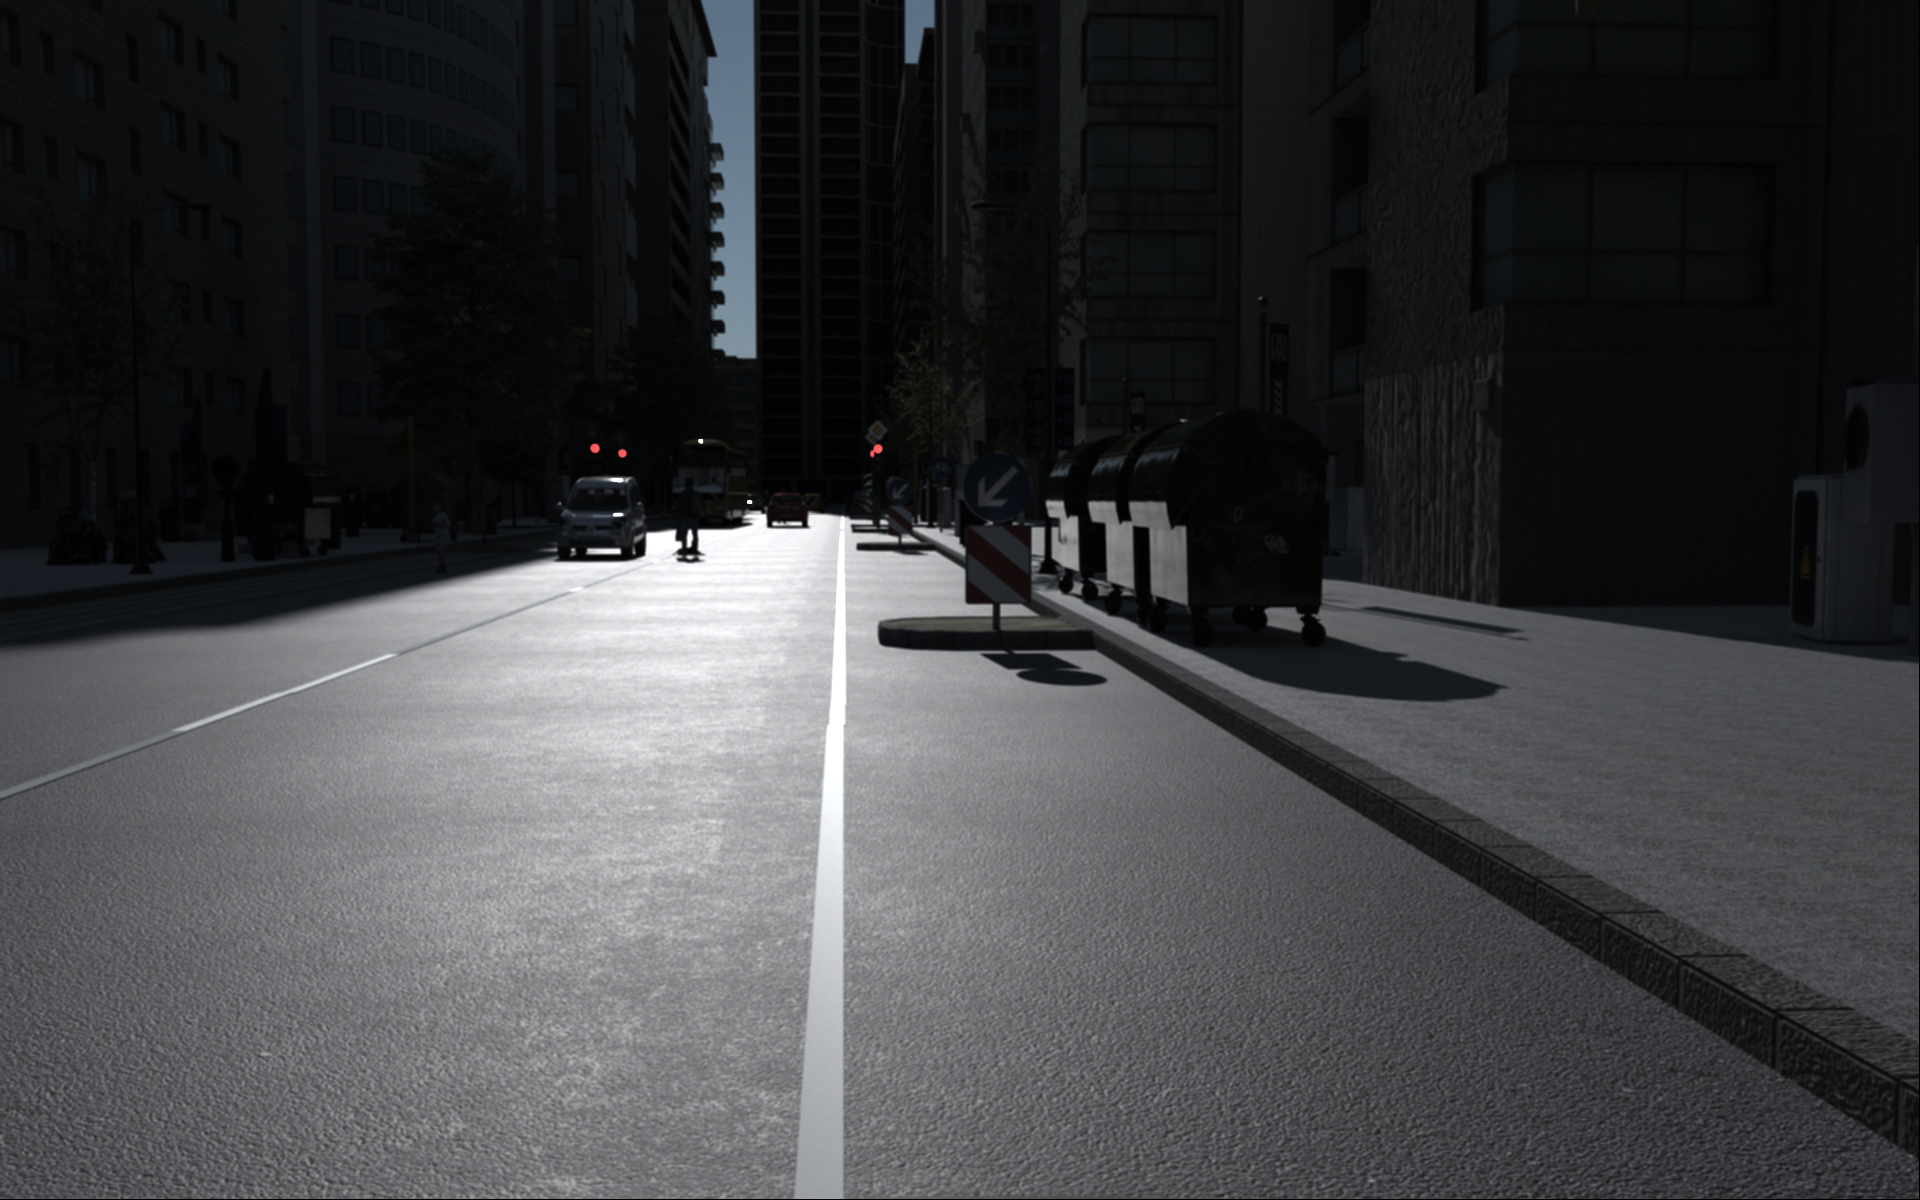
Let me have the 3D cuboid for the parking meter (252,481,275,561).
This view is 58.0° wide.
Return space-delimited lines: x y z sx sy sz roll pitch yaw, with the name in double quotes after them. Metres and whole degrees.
-13.361 -1.519 33.240 0.372 1.533 0.369 0 3 0 "parking meter"

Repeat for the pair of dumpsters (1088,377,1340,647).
2.302 -0.855 16.475 1.574 2.255 4.437 0 4 -4 "pair of dumpsters"

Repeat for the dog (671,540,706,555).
-6.384 -1.254 40.695 0.748 0.427 0.550 3 5 42 "dog"

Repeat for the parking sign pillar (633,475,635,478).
-27.930 -9.678 146.701 1.447 3.967 1.447 -2 4 -24 "parking sign pillar"

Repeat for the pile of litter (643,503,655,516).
-18.561 -5.383 101.982 1.176 0.858 1.719 3 4 36 "pile of litter"

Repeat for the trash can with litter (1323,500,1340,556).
7.002 -1.524 35.982 2.233 1.210 1.678 -1 4 -13 "trash can with litter"

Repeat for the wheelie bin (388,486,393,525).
-23.238 -3.895 71.598 0.980 1.594 0.693 1 4 10 "wheelie bin"

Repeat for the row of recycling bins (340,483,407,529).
-21.224 -3.498 64.311 3.534 1.692 1.069 -1 4 -11 "row of recycling bins"

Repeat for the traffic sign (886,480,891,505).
-4.842 -7.221 120.187 0.606 2.300 0.079 0 4 5 "traffic sign"

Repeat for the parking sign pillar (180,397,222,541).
-21.095 -3.616 47.599 1.447 3.967 1.447 -1 4 -19 "parking sign pillar"

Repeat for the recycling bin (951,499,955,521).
-0.056 -4.311 83.037 0.722 1.027 0.722 1 4 18 "recycling bin"

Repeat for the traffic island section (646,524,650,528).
-14.130 -3.087 72.751 2.009 0.180 2.903 0 4 -4 "traffic island section"

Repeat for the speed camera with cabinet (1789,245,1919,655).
7.606 -1.238 14.576 0.660 3.252 2.038 1 4 10 "speed camera with cabinet"

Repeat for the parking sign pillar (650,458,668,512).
-21.657 -8.346 124.925 1.447 3.967 1.447 1 4 13 "parking sign pillar"

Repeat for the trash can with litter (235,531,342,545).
-17.169 -2.000 43.750 2.233 1.210 1.678 1 4 11 "trash can with litter"

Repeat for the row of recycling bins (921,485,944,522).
-1.288 -4.558 81.637 1.069 1.692 3.534 0 4 6 "row of recycling bins"

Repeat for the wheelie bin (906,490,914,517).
-2.726 -5.466 97.269 0.693 1.594 0.980 0 4 7 "wheelie bin"

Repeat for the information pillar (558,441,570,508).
-17.564 -5.231 76.875 0.504 3.616 0.183 -2 4 -26 "information pillar"

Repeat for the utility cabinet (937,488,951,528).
-0.606 -3.465 65.330 0.318 1.500 1.173 -1 4 -13 "utility cabinet"

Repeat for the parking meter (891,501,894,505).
-4.260 -6.565 113.054 0.399 1.863 0.255 -1 4 -21 "parking meter"

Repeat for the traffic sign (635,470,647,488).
-17.496 -5.785 94.590 0.884 2.594 0.081 0 4 3 "traffic sign"

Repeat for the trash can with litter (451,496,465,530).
-18.283 -3.098 61.718 2.233 1.210 1.678 0 4 -6 "trash can with litter"

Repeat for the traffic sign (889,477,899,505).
-3.950 -6.210 103.659 0.606 2.300 0.079 0 4 2 "traffic sign"

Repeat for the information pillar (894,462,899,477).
-4.834 -8.436 129.282 0.183 3.616 0.504 0 4 7 "information pillar"

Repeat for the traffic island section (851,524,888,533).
-3.075 -2.642 65.485 2.009 0.180 2.903 0 4 -4 "traffic island section"

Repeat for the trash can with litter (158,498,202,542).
-20.860 -2.137 46.324 1.055 1.170 0.624 -1 4 -17 "trash can with litter"

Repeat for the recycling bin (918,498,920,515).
-2.891 -5.810 107.550 0.722 1.027 0.722 -3 4 -38 "recycling bin"

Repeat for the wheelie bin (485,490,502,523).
-20.886 -4.246 77.335 0.980 1.594 0.693 3 5 44 "wheelie bin"

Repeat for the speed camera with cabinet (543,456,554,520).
-20.027 -5.598 85.863 0.660 3.252 2.038 -2 4 -35 "speed camera with cabinet"

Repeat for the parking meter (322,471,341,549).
-14.709 -2.128 40.496 0.399 1.863 0.255 1 4 9 "parking meter"

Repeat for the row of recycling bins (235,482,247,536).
-20.593 -2.778 52.530 3.534 1.692 1.069 2 4 27 "row of recycling bins"

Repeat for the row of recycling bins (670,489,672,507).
-21.898 -8.067 139.014 3.534 1.692 1.069 -2 4 -24 "row of recycling bins"

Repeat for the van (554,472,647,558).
-8.250 -2.018 40.005 2.013 2.044 4.112 0 4 -4 "van"

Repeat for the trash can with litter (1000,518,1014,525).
1.273 -1.991 43.944 0.624 1.170 1.055 -3 4 -36 "trash can with litter"

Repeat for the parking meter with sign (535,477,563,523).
-17.797 -4.885 76.136 1.738 3.016 0.543 -1 4 -20 "parking meter with sign"

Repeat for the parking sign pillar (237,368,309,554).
-15.020 -3.015 37.768 1.447 3.967 1.447 -2 4 -31 "parking sign pillar"

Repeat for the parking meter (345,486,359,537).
-18.137 -2.646 51.678 0.372 1.533 0.369 0 3 0 "parking meter"

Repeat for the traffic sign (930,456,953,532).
-0.628 -3.528 57.784 0.768 2.556 0.104 0 4 4 "traffic sign"

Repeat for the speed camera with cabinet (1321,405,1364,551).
8.512 -2.751 39.317 2.038 3.252 0.660 -3 5 -40 "speed camera with cabinet"

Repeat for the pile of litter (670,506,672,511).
-23.900 -7.907 143.238 1.719 0.858 1.176 0 4 3 "pile of litter"

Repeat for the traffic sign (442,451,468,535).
-14.883 -3.115 51.030 0.768 2.556 0.104 0 4 2 "traffic sign"
